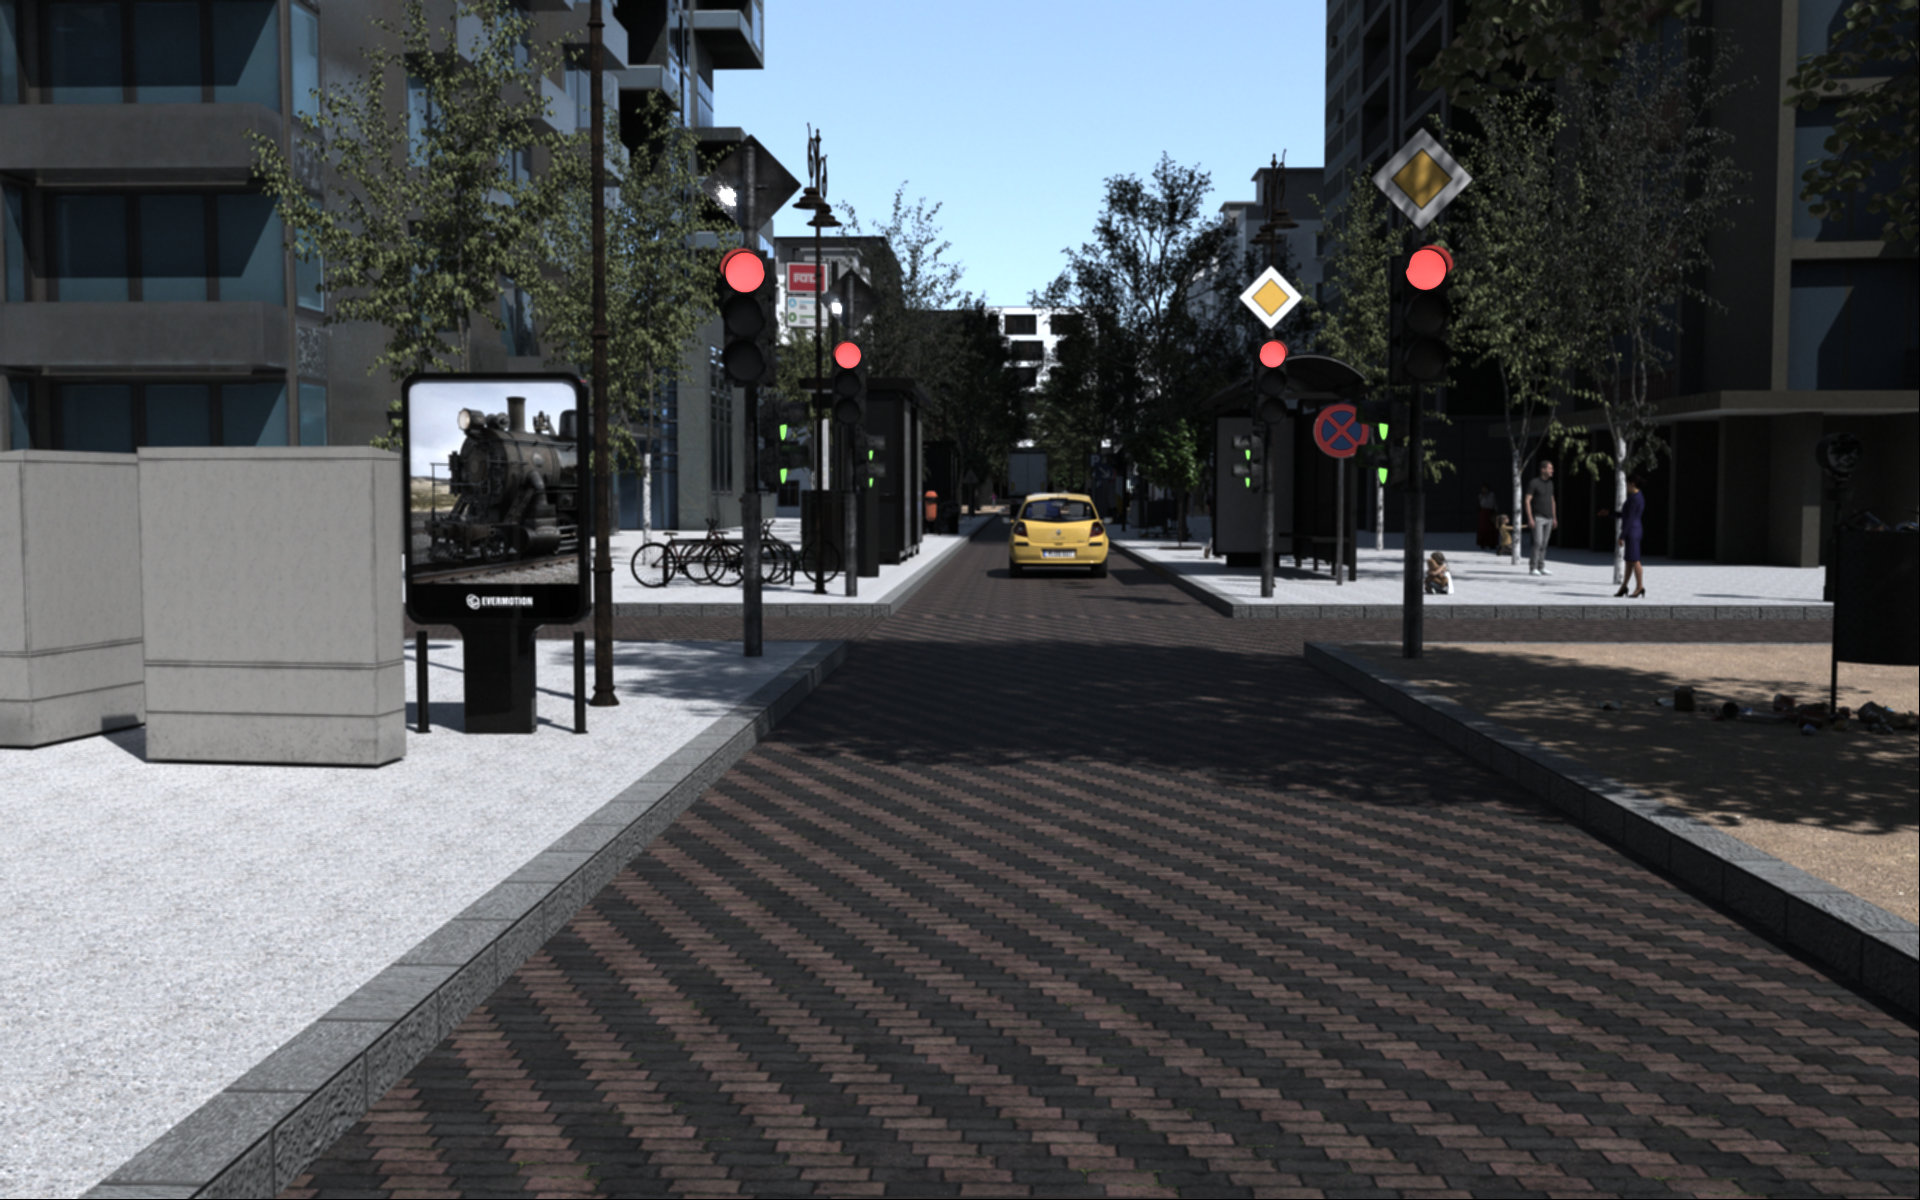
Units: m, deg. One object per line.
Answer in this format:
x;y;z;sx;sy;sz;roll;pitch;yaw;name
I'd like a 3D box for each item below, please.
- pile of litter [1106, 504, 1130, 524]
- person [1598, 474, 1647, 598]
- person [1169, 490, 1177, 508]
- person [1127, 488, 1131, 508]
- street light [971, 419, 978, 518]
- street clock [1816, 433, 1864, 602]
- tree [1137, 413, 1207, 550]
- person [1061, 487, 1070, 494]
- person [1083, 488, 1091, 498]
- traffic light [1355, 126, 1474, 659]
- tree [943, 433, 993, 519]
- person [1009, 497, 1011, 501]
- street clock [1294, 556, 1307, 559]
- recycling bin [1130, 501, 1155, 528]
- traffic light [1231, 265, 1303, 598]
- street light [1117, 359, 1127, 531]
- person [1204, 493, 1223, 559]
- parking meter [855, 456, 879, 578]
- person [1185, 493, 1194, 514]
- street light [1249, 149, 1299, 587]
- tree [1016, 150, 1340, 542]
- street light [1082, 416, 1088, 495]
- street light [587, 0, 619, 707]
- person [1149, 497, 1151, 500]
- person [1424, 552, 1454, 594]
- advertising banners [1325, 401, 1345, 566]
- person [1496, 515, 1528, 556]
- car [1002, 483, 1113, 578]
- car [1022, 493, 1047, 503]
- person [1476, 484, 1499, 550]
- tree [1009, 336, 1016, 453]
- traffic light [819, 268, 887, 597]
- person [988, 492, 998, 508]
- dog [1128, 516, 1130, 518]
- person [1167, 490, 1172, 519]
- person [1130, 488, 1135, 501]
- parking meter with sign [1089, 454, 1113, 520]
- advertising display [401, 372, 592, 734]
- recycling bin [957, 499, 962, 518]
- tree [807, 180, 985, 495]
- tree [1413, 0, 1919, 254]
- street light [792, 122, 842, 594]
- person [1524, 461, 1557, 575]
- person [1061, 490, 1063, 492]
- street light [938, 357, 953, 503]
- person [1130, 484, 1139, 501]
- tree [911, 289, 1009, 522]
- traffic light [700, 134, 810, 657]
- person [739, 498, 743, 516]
6.671;-3.661;73.827;1.176;0.858;1.719;-1;4;-13;pile of litter
8.219;-0.800;21.496;0.546;1.535;0.453;1;4;14;person
15.323;-7.255;125.183;1.217;1.766;0.721;1;4;16;person
16.077;-9.725;165.013;1.348;1.831;0.705;-3;5;-40;person
0.748;-7.415;94.028;0.468;5.910;1.993;0;4;2;street light
10.430;-0.979;20.579;0.471;2.002;0.358;0;4;-7;street clock
5.195;-2.789;40.196;1.663;3.219;1.824;0;3;0;tree
8.338;-8.052;137.780;1.350;1.814;0.705;0;4;-6;person
7.310;-5.604;99.146;0.593;1.643;0.415;0;4;-3;person
3.518;-1.499;13.424;0.839;4.253;0.868;0;4;2;traffic light
-0.501;-6.528;90.438;4.285;4.588;4.351;0;3;0;tree
4.990;-9.778;171.589;0.599;1.433;0.991;0;4;-3;person
6.709;-1.806;34.091;0.358;2.002;0.471;-1;4;-23;street clock
6.959;-3.260;65.855;0.722;1.027;0.722;3;4;38;recycling bin
3.795;-1.987;21.404;0.839;4.253;0.868;0;4;2;traffic light
5.639;-5.302;59.481;0.468;5.910;1.993;0;4;2;street light
5.029;-1.593;34.298;0.471;1.553;0.569;-1;4;-13;person
-1.450;-1.287;26.762;0.255;1.863;0.399;-3;4;-36;parking meter
14.860;-6.602;114.010;1.348;1.821;0.705;-3;5;-41;person
4.263;-3.112;23.672;0.468;5.910;1.993;0;4;2;street light
6.008;-6.851;46.420;8.767;10.594;7.601;0;4;1;tree
6.882;-7.522;95.766;0.468;5.910;1.993;0;4;2;street light
-2.163;-2.298;10.356;0.468;5.910;1.993;0;4;2;street light
12.946;-6.997;120.402;0.705;1.831;1.348;2;4;25;person
6.148;-0.351;22.258;0.357;0.543;0.381;0;4;1;person
6.930;-2.182;31.871;0.090;3.025;2.074;1;4;20;advertising banners
11.460;-1.343;35.925;0.695;0.859;0.347;0;4;3;person
1.739;-1.267;30.939;2.015;1.641;3.980;0;4;3;car
4.155;-4.826;88.493;1.945;1.707;3.694;0;4;0;car
12.207;-1.929;40.043;0.523;1.526;0.387;0;4;1;person
6.887;-7.956;64.496;8.767;10.594;7.601;1;4;11;tree
-1.344;-1.997;21.566;0.839;4.253;0.868;0;4;2;traffic light
3.019;-8.995;156.332;0.991;1.433;0.599;-2;4;-25;person
9.159;-4.526;91.732;0.748;0.427;0.550;1;4;15;dog
10.749;-5.076;89.978;0.756;1.711;0.436;-3;5;-43;person
12.325;-7.205;124.661;0.721;1.723;1.217;1;4;9;person
6.275;-4.915;76.623;0.543;3.016;1.738;2;4;24;parking meter with sign
-2.467;-0.247;9.251;0.974;1.923;0.123;0;4;1;advertising display
-0.392;-4.952;93.526;0.722;1.027;0.722;-3;5;-39;recycling bin
-1.656;-5.585;41.672;4.360;8.622;3.978;0;3;0;tree
4.632;-5.456;7.330;7.486;12.596;7.792;0;3;0;tree
-1.801;-3.015;22.083;0.468;5.910;1.993;0;4;2;street light
9.230;-1.302;27.451;0.598;1.807;0.434;-1;4;-19;person
9.380;-9.340;158.830;0.705;1.814;1.350;1;4;11;person
-0.508;-5.207;57.920;0.468;5.910;1.993;0;4;2;street light
7.724;-4.206;75.526;0.376;1.734;0.841;2;4;34;person
0.200;-8.843;78.999;7.601;10.594;8.767;2;4;28;tree
-1.621;-1.509;13.586;0.839;4.253;0.868;0;4;2;traffic light
-5.486;-2.228;44.746;0.388;1.546;0.482;1;4;14;person
